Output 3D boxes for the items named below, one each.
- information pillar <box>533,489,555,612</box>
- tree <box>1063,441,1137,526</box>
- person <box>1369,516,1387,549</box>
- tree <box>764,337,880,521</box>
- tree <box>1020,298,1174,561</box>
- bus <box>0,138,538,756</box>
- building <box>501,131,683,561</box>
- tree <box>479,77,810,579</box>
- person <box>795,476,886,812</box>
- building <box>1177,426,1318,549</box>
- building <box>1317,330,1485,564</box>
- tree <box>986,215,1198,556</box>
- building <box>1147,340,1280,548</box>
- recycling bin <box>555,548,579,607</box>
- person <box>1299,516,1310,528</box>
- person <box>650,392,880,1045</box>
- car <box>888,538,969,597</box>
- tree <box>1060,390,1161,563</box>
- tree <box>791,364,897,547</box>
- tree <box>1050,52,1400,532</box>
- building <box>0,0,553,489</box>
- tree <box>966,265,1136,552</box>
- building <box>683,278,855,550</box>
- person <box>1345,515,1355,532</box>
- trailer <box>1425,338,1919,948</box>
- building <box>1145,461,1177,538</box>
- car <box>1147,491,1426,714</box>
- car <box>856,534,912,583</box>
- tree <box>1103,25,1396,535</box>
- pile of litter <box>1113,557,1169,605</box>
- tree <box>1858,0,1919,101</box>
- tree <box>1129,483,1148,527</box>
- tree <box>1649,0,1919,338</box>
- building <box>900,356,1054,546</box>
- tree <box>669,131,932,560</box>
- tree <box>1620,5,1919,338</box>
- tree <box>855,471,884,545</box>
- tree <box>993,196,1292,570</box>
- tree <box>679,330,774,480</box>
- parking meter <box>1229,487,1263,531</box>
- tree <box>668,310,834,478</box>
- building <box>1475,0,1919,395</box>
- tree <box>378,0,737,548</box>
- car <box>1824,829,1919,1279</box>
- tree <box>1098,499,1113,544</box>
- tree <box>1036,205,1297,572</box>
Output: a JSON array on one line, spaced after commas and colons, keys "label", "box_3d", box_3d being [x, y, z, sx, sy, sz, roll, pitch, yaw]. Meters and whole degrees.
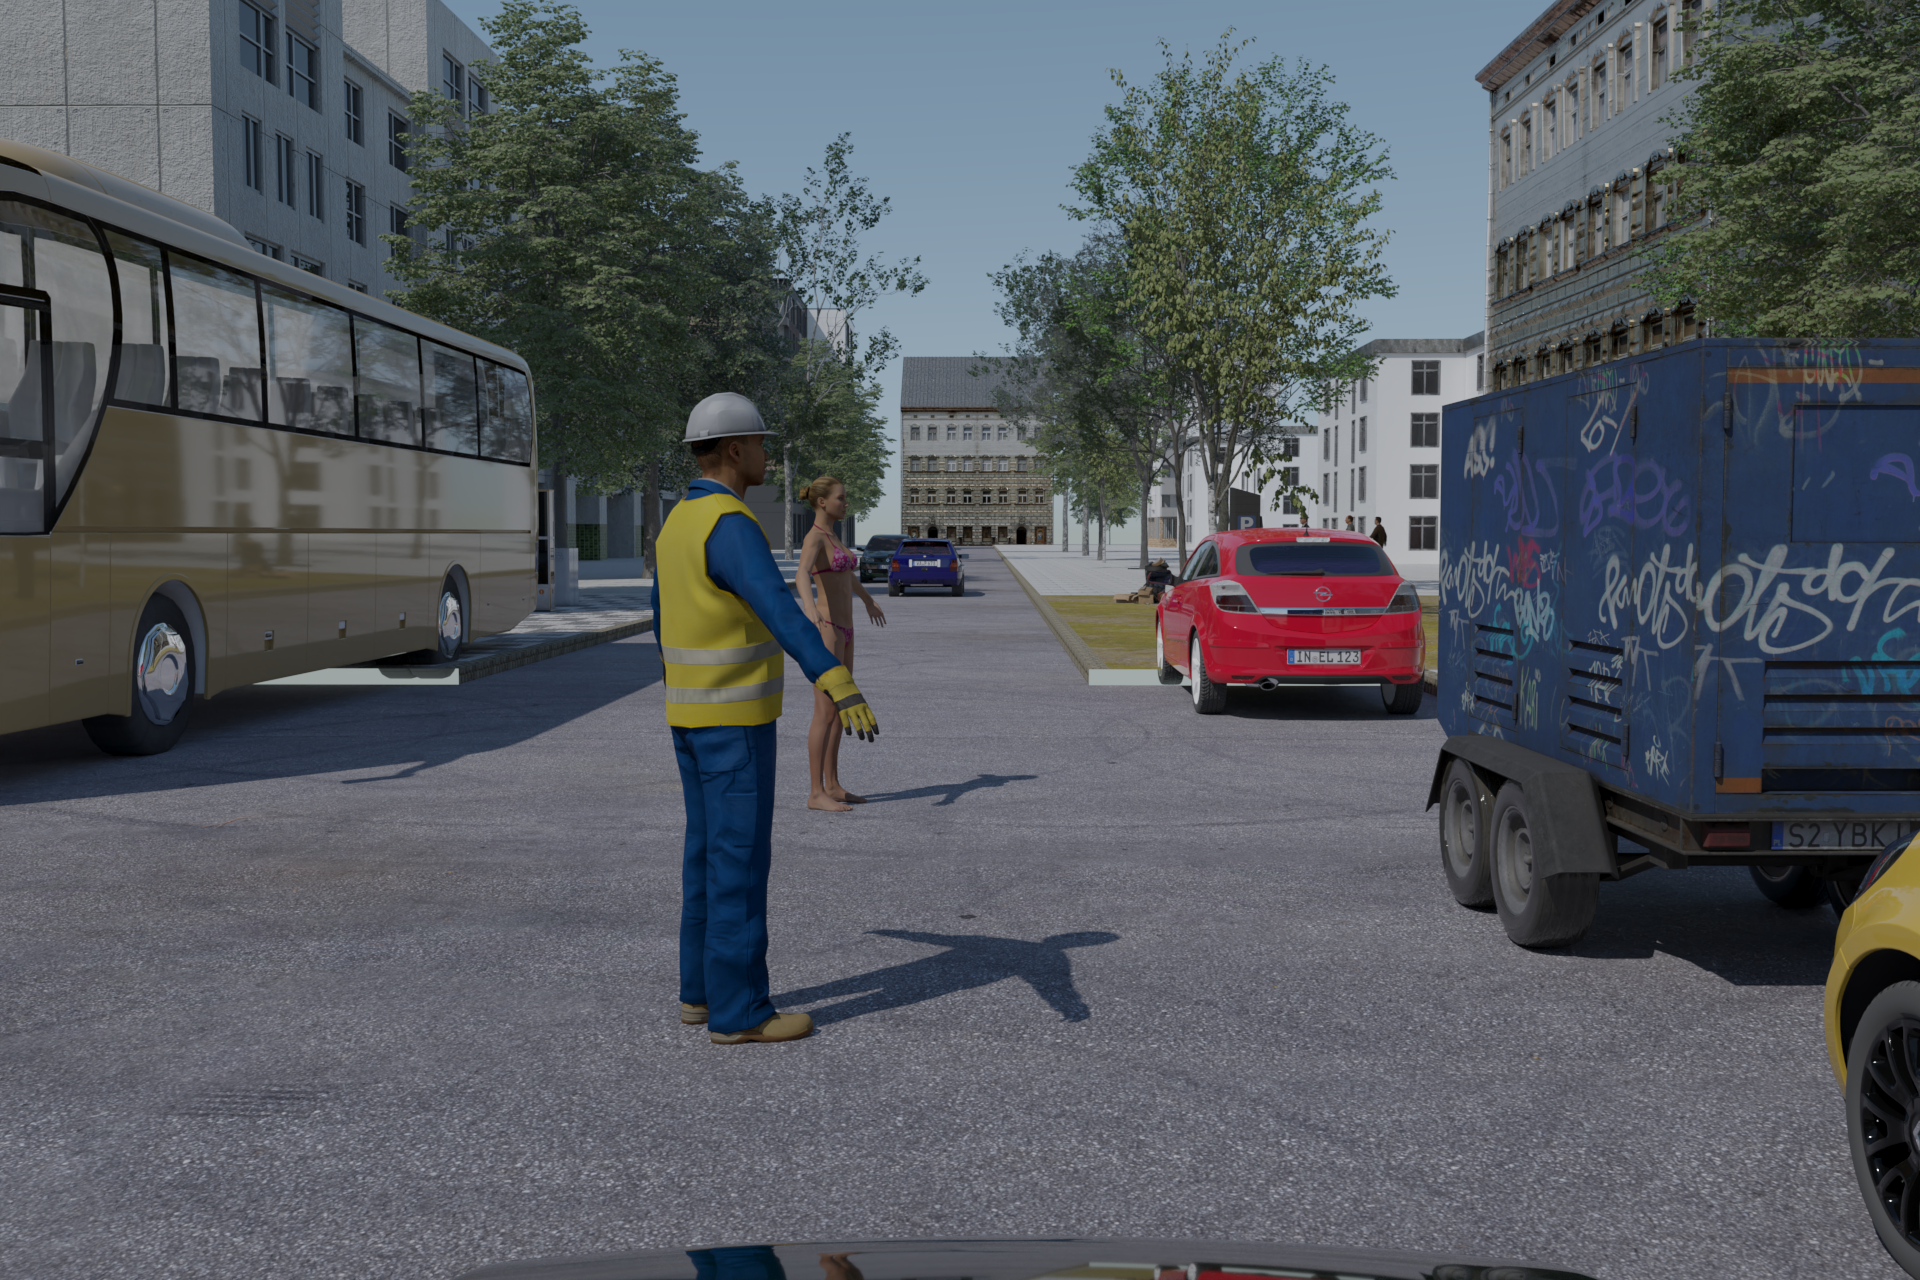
[{"label": "information pillar", "box_3d": [-6.857, -1.468, 28.500, 0.304, 2.012, 0.304, 0, 4, 2]}, {"label": "tree", "box_3d": [17.052, -18.353, 206.729, 9.857, 13.997, 8.962, 0, 3, 0]}, {"label": "person", "box_3d": [12.520, -2.806, 52.008, 0.704, 1.812, 1.346, 3, 5, 41]}, {"label": "tree", "box_3d": [-8.318, -11.167, 100.715, 7.486, 12.596, 7.792, 0, 3, 0]}, {"label": "tree", "box_3d": [6.594, -10.148, 84.050, 7.486, 12.596, 7.792, 0, 3, 0]}, {"label": "bus", "box_3d": [-6.319, -1.400, 14.441, 2.896, 3.916, 12.252, 0, 4, 1]}, {"label": "building", "box_3d": [-25.745, -13.806, 92.179, 16.747, 18.905, 31.486, 0, 4, 0]}, {"label": "tree", "box_3d": [-8.714, -8.716, 49.156, 9.857, 13.997, 8.962, 0, 3, 0]}, {"label": "person", "box_3d": [-0.607, 0.011, 9.075, 0.721, 1.733, 1.217, 1, 4, 13]}, {"label": "building", "box_3d": [24.551, -12.614, 148.388, 9.099, 9.664, 28.070, 0, 4, 1]}, {"label": "building", "box_3d": [22.387, -8.102, 74.609, 9.099, 9.664, 28.070, 0, 4, 1]}, {"label": "tree", "box_3d": [8.179, -14.947, 100.279, 12.611, 20.169, 13.585, 0, 3, 0]}, {"label": "building", "box_3d": [24.159, -19.541, 175.920, 16.016, 20.090, 11.380, 0, 4, 1]}, {"label": "recycling bin", "box_3d": [-7.257, -1.125, 30.950, 0.722, 1.027, 0.722, 0, 4, 2]}, {"label": "person", "box_3d": [9.467, -2.561, 47.810, 0.705, 1.837, 1.347, -1, 4, -9]}, {"label": "person", "box_3d": [-0.642, 0.210, 4.989, 0.705, 1.833, 1.349, -2, 4, -30]}, {"label": "car", "box_3d": [-0.765, -1.735, 40.942, 1.945, 1.354, 3.894, 0, 4, 1]}, {"label": "tree", "box_3d": [6.610, -7.698, 76.226, 4.737, 8.622, 4.395, 0, 3, 0]}, {"label": "tree", "box_3d": [-7.937, -12.080, 115.630, 7.486, 12.596, 7.792, 0, 3, 0]}, {"label": "tree", "box_3d": [5.856, -6.908, 38.695, 9.928, 11.665, 9.643, 0, 3, 0]}, {"label": "building", "box_3d": [-25.572, -11.623, 56.497, 16.747, 18.905, 31.486, 0, 4, 1]}, {"label": "tree", "box_3d": [6.823, -16.283, 122.108, 12.611, 20.169, 13.585, 0, 3, 0]}, {"label": "building", "box_3d": [-24.283, -19.002, 154.661, 27.936, 21.610, 32.646, 0, 3, 0]}, {"label": "person", "box_3d": [10.554, -2.495, 47.069, 0.705, 1.796, 1.348, 2, 4, 24]}, {"label": "trailer", "box_3d": [2.622, 0.002, 7.024, 1.471, 1.999, 3.904, 0, 4, 0]}, {"label": "building", "box_3d": [25.615, -20.582, 192.943, 16.016, 20.090, 11.380, 0, 4, 1]}, {"label": "car", "box_3d": [2.775, -0.380, 15.256, 2.155, 1.783, 4.494, 0, 4, 1]}, {"label": "car", "box_3d": [-2.085, -2.596, 52.230, 2.009, 1.686, 4.222, 0, 4, 0]}, {"label": "tree", "box_3d": [3.914, -4.604, 25.637, 4.737, 8.622, 4.395, 0, 3, 0]}, {"label": "pile of litter", "box_3d": [3.433, -1.118, 32.237, 1.176, 0.858, 1.719, 0, 4, 1]}, {"label": "tree", "box_3d": [8.424, -6.061, 9.460, 12.009, 13.543, 11.850, 0, 3, 0]}, {"label": "tree", "box_3d": [23.291, -16.116, 213.852, 4.360, 8.622, 3.978, 0, 3, 0]}, {"label": "tree", "box_3d": [13.604, -6.498, 24.370, 7.486, 12.596, 7.792, 0, 3, 0]}, {"label": "building", "box_3d": [2.100, -23.225, 213.110, 18.063, 23.208, 19.493, 0, 4, 0]}, {"label": "tree", "box_3d": [-7.771, -13.871, 82.679, 12.611, 20.169, 13.585, 0, 3, 0]}, {"label": "tree", "box_3d": [17.258, -6.675, 34.890, 9.928, 11.665, 9.643, 0, 3, 0]}, {"label": "tree", "box_3d": [-13.164, -17.339, 209.255, 9.928, 11.665, 9.643, 0, 3, 0]}, {"label": "tree", "box_3d": [6.705, -9.307, 62.532, 12.009, 13.543, 11.850, 0, 3, 0]}, {"label": "tree", "box_3d": [-9.346, -6.815, 61.794, 4.360, 8.622, 3.978, 0, 3, 0]}, {"label": "parking meter", "box_3d": [3.574, -0.975, 21.657, 0.399, 1.863, 0.255, 0, 4, 1]}, {"label": "tree", "box_3d": [-8.707, -8.266, 69.567, 8.767, 10.594, 7.601, 1, 4, 19]}, {"label": "building", "box_3d": [26.615, -13.293, 48.266, 19.493, 23.208, 18.063, 0, 4, 1]}, {"label": "tree", "box_3d": [-8.778, -7.310, 37.650, 7.486, 12.596, 7.792, 0, 3, 0]}, {"label": "car", "box_3d": [2.634, 0.498, 2.088, 2.015, 1.641, 3.980, 0, 4, 1]}, {"label": "tree", "box_3d": [18.753, -16.114, 213.819, 4.360, 8.622, 3.978, 0, 3, 0]}, {"label": "tree", "box_3d": [6.122, -7.027, 49.307, 7.601, 10.594, 8.767, 2, 4, 25]}]
